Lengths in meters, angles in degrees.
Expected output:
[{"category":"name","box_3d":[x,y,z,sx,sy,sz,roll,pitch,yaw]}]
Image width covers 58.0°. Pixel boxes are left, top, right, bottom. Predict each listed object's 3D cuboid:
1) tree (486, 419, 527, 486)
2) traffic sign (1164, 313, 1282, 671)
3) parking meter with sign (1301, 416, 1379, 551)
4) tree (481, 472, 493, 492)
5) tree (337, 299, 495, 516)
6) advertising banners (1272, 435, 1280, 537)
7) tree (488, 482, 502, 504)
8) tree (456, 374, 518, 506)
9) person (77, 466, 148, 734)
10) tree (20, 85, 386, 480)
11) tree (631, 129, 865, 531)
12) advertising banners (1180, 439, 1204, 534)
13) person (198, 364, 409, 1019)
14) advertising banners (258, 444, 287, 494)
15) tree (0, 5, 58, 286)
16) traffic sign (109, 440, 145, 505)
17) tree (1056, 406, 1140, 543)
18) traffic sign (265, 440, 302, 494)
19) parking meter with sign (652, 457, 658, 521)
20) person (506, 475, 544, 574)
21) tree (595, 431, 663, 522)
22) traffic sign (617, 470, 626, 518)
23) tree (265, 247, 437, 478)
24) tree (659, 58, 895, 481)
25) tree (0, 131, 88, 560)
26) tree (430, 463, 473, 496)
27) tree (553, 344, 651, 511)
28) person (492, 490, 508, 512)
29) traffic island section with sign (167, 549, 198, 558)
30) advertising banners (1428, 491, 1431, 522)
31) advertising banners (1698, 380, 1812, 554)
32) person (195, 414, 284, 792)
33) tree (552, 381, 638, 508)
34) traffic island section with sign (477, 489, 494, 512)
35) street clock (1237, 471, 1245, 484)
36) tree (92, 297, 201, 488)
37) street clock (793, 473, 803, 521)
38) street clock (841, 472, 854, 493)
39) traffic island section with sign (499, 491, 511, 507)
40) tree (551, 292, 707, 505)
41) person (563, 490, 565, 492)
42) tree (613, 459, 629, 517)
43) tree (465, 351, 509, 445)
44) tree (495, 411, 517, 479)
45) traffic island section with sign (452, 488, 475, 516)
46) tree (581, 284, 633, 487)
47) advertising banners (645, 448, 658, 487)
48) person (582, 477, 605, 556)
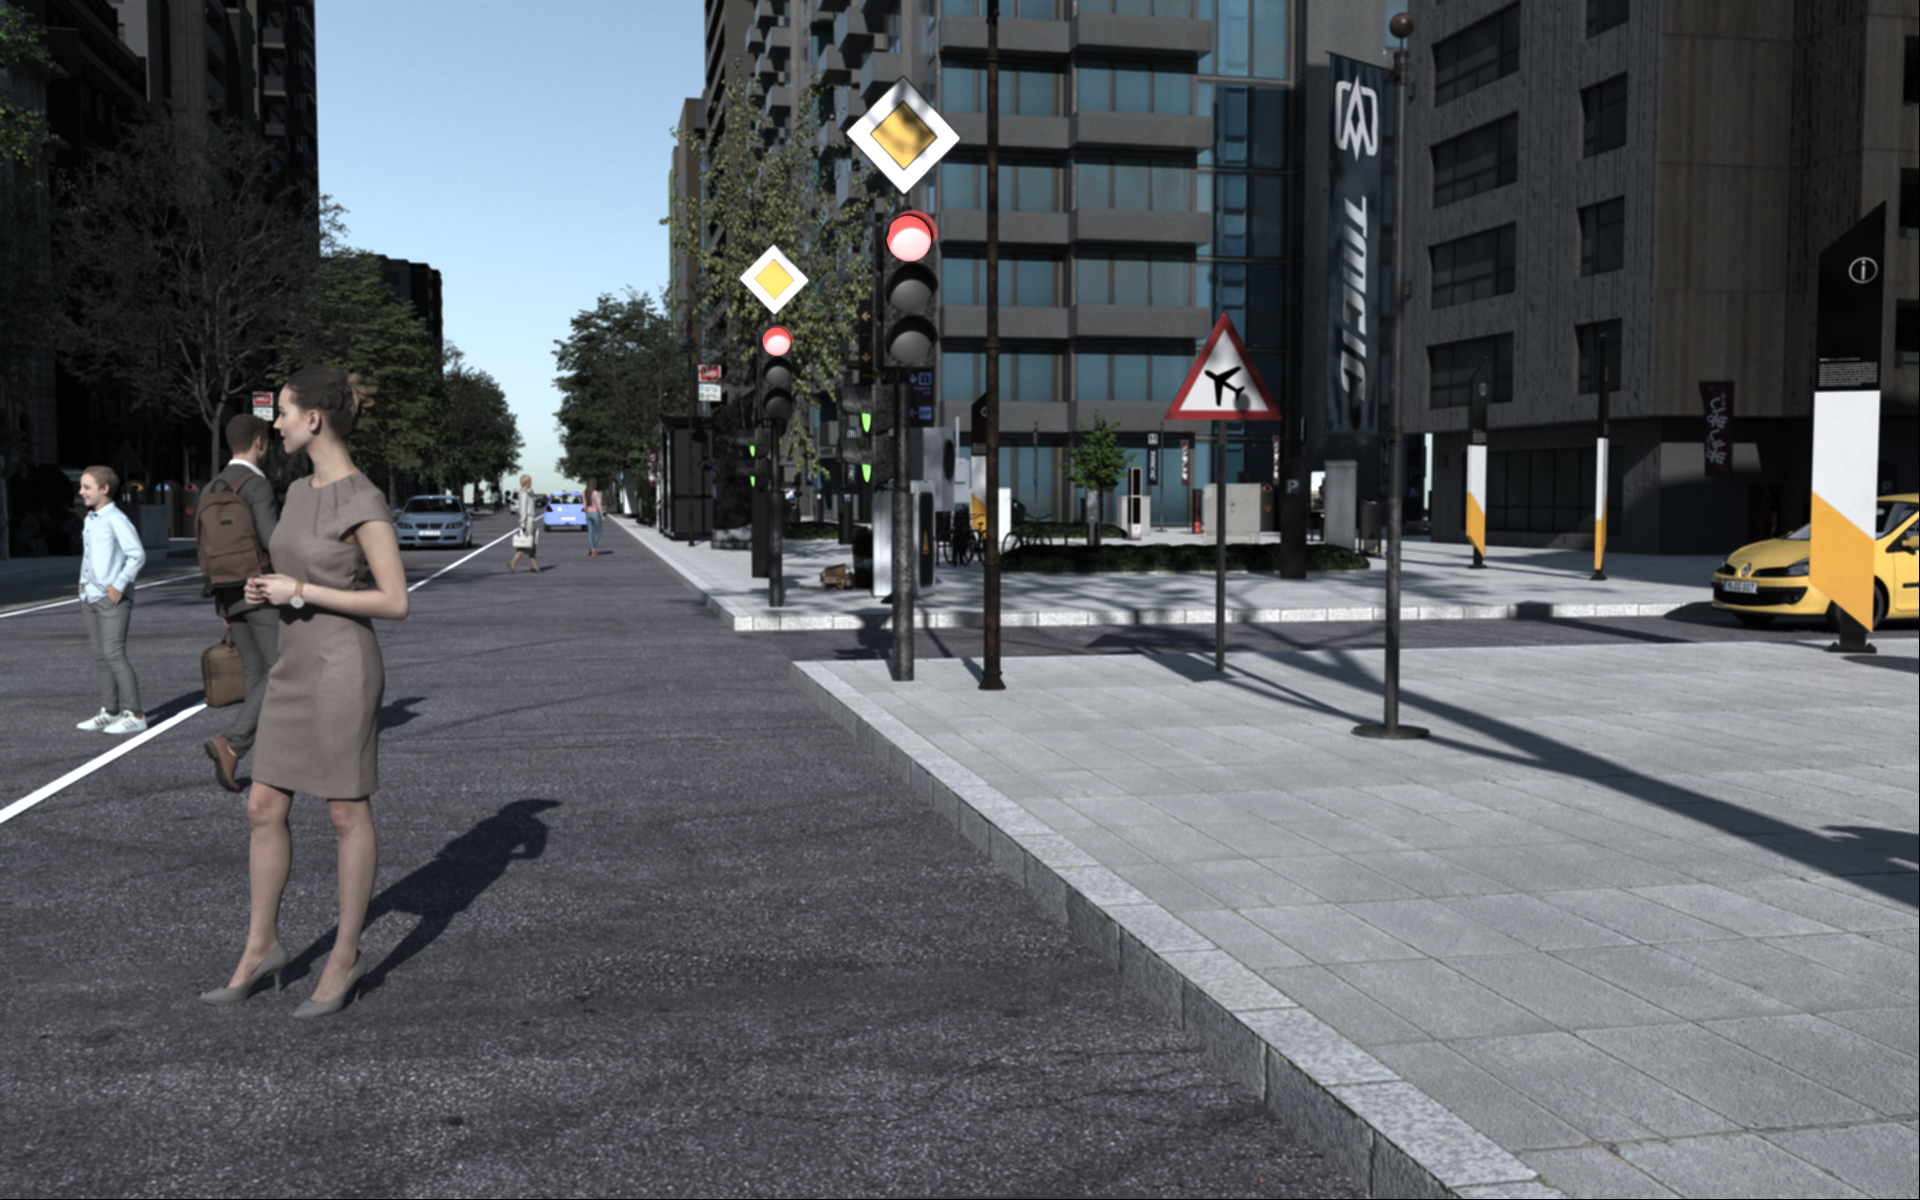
[{"category":"tree","box_3d":[-63.851,-19.181,239.364,9.928,11.665,9.643,0,3,0]},{"category":"traffic sign","box_3d":[1.889,-0.765,12.517,0.884,2.594,0.081,-1,4,-11]},{"category":"parking meter with sign","box_3d":[8.580,-2.614,38.997,1.738,3.016,0.543,0,4,7]},{"category":"tree","box_3d":[-58.900,-16.286,216.632,4.737,8.622,4.395,0,3,0]},{"category":"tree","box_3d":[-33.566,-11.311,101.944,9.611,12.733,9.660,0,3,0]},{"category":"advertising banners","box_3d":[9.779,-3.408,51.901,0.090,3.025,2.074,2,4,35]},{"category":"tree","box_3d":[-61.345,-14.312,228.603,1.663,3.219,1.824,0,3,0]},{"category":"tree","box_3d":[-51.480,-16.955,183.873,9.857,13.997,8.962,0,3,0]},{"category":"person","box_3d":[-5.193,-0.013,10.528,0.330,1.601,0.589,-3,5,-44]},{"category":"tree","box_3d":[-22.669,-8.686,52.392,12.009,13.543,11.850,0,3,0]},{"category":"tree","box_3d":[-3.981,-5.224,35.774,4.360,8.622,3.978,0,3,0]},{"category":"advertising banners","box_3d":[7.655,-3.643,55.748,0.090,3.025,2.074,3,5,42]},{"category":"person","box_3d":[-1.807,0.249,4.768,0.599,1.781,0.374,3,4,37]},{"category":"advertising banners","box_3d":[-25.613,-4.176,64.465,2.074,3.025,0.090,0,4,4]},{"category":"tree","box_3d":[-16.413,-5.994,23.763,9.928,11.665,9.643,0,3,0]},{"category":"traffic sign","box_3d":[-20.010,-2.542,41.562,0.884,2.594,0.081,0,4,-7]},{"category":"tree","box_3d":[3.045,-2.668,38.224,1.663,3.219,1.824,0,3,0]},{"category":"traffic sign","box_3d":[-25.925,-4.361,65.169,2.265,3.308,0.079,0,4,-6]},{"category":"parking meter with sign","box_3d":[-14.165,-5.343,83.617,1.738,3.016,0.543,-3,5,-39]},{"category":"person","box_3d":[-7.879,-1.373,31.308,0.624,1.780,0.694,0,4,-5]},{"category":"tree","box_3d":[-13.879,-5.903,80.227,4.285,4.588,4.351,0,3,0]},{"category":"traffic sign","box_3d":[-17.688,-5.581,91.358,0.768,2.556,0.104,0,4,-3]},{"category":"tree","box_3d":[-28.356,-9.921,80.330,7.486,12.596,7.792,0,3,0]},{"category":"tree","box_3d":[-3.048,-4.882,30.176,4.737,8.622,4.395,0,3,0]},{"category":"tree","box_3d":[-18.652,-5.065,33.167,4.737,8.622,4.395,0,3,0]},{"category":"tree","box_3d":[-42.737,-9.895,145.494,4.285,4.588,4.351,0,3,0]},{"category":"tree","box_3d":[-25.909,-13.080,130.857,9.611,12.733,9.660,0,3,0]},{"category":"person","box_3d":[-36.911,-7.935,138.926,1.217,1.739,0.721,-1,4,-9]},{"category":"traffic island section with sign","box_3d":[-16.852,-1.891,39.539,1.989,1.847,2.006,-1,4,-12]},{"category":"advertising banners","box_3d":[21.797,-5.097,79.516,2.074,3.025,0.090,1,4,21]},{"category":"advertising banners","box_3d":[12.419,-1.861,26.622,2.074,3.025,0.090,1,4,15]},{"category":"person","box_3d":[-3.548,-0.009,8.610,0.622,1.834,0.822,1,4,22]},{"category":"tree","box_3d":[-31.347,-14.987,155.407,12.009,13.543,11.850,0,3,0]},{"category":"traffic island section with sign","box_3d":[-39.194,-8.137,141.664,1.989,1.847,2.006,-1,4,-12]},{"category":"street clock","box_3d":[9.002,-3.114,55.479,0.358,2.002,0.471,0,4,4]},{"category":"tree","box_3d":[-30.300,-6.975,64.404,4.360,8.622,3.978,0,3,0]},{"category":"street clock","box_3d":[-5.445,-3.280,58.204,0.358,2.002,0.471,0,4,-5]},{"category":"street clock","box_3d":[-3.733,-3.269,58.018,0.471,2.002,0.358,2,4,32]},{"category":"traffic island section with sign","box_3d":[-50.984,-11.436,195.608,1.989,1.847,2.006,-1,4,-12]},{"category":"tree","box_3d":[-20.650,-12.302,107.796,9.857,13.997,8.962,0,3,0]},{"category":"person","box_3d":[-33.886,-8.482,147.710,0.750,1.759,0.617,-3,5,-44]},{"category":"tree","box_3d":[-18.287,-6.157,95.266,1.663,3.219,1.824,0,3,0]},{"category":"tree","box_3d":[-38.961,-13.404,129.524,12.009,13.543,11.850,0,3,0]},{"category":"tree","box_3d":[-44.705,-14.576,155.322,9.611,12.733,9.660,0,3,0]},{"category":"traffic island section with sign","box_3d":[-33.427,-6.526,115.330,1.989,1.847,2.006,-1,4,-12]},{"category":"tree","box_3d":[-10.576,-6.654,59.159,4.360,8.622,3.978,0,3,0]},{"category":"advertising banners","box_3d":[-11.051,-4.274,66.063,2.074,3.025,0.090,1,4,17]},{"category":"person","box_3d":[-8.462,-1.930,40.064,0.555,1.821,0.388,1,4,16]}]
